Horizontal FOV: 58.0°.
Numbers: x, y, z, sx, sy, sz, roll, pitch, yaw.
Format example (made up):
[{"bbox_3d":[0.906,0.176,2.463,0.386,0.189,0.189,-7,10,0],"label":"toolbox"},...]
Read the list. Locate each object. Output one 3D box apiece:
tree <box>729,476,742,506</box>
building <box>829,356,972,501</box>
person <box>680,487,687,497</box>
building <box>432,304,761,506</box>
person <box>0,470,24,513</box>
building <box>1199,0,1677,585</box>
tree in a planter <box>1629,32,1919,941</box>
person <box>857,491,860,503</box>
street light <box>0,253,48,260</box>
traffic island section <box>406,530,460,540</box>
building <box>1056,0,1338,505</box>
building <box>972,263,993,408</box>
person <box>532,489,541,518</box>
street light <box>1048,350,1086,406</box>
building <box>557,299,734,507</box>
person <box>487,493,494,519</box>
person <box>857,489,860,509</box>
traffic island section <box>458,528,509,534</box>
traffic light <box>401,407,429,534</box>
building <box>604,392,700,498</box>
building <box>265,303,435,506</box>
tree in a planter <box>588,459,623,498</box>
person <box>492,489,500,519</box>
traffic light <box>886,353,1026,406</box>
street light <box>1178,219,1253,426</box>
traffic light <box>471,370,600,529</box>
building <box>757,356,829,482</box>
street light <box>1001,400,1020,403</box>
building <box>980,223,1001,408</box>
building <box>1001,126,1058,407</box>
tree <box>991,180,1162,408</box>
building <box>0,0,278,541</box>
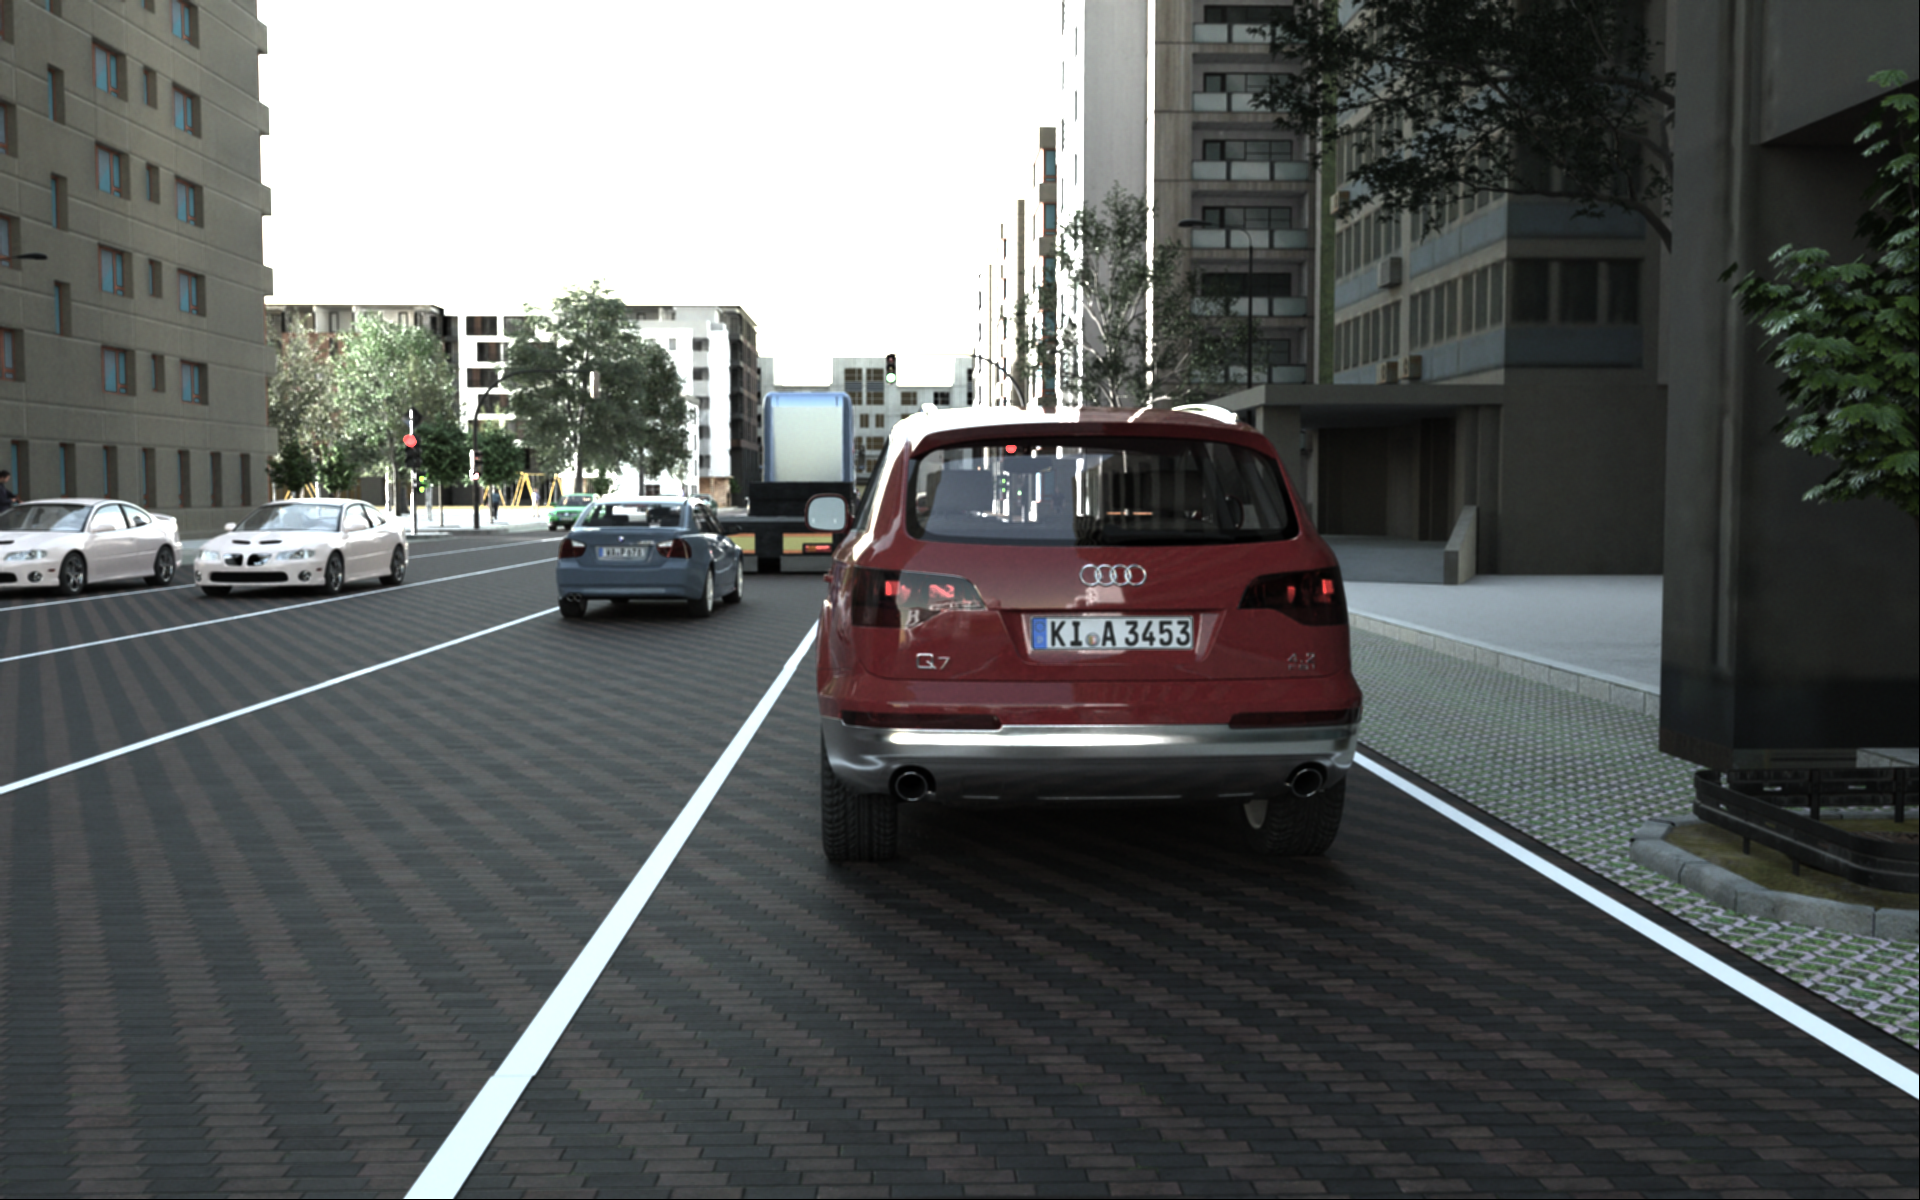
[{"bbox_3d":[-24.204,-11.737,186.494,1.663,3.219,1.824,0,3,0],"label":"tree"},{"bbox_3d":[-1.016,-22.315,231.309,31.486,18.905,16.747,0,4,-2],"label":"building"},{"bbox_3d":[-22.066,-8.097,138.293,0.599,1.838,0.709,-2,4,-27],"label":"person"},{"bbox_3d":[-40.399,-21.817,200.683,32.646,21.610,27.936,0,4,-2],"label":"building"},{"bbox_3d":[-19.399,-1.763,35.316,0.568,1.767,0.683,-2,4,-24],"label":"person"},{"bbox_3d":[20.714,-20.805,32.043,32.217,40.220,23.993,0,4,-2],"label":"building"},{"bbox_3d":[3.615,-0.555,6.299,1.991,3.239,1.994,0,4,-2],"label":"tree in a planter"},{"bbox_3d":[-12.671,-12.591,214.229,0.599,1.838,0.709,2,4,31],"label":"person"},{"bbox_3d":[-18.274,-3.728,33.494,1.470,5.913,1.316,0,4,-2],"label":"street light"},{"bbox_3d":[-17.521,-2.038,55.599,2.009,0.180,2.903,0,4,-2],"label":"traffic island section"},{"bbox_3d":[11.463,-23.667,70.552,14.086,41.232,14.154,0,4,-2],"label":"building"},{"bbox_3d":[15.037,-19.957,170.267,27.936,21.610,32.646,0,4,-2],"label":"building"},{"bbox_3d":[-23.159,-5.290,94.603,0.516,1.574,0.319,2,4,29],"label":"person"},{"bbox_3d":[3.512,-5.110,56.092,1.470,5.913,1.316,0,4,-2],"label":"street light"},{"bbox_3d":[-30.922,-19.333,172.517,16.016,20.091,11.380,0,4,-2],"label":"building"},{"bbox_3d":[-24.457,-4.914,90.293,0.435,1.345,0.340,0,4,-4],"label":"person"},{"bbox_3d":[-5.525,-5.076,92.412,0.530,1.710,0.541,-2,4,-27],"label":"person"},{"bbox_3d":[-17.759,-2.526,63.580,2.009,0.180,2.903,0,4,-2],"label":"traffic island section"},{"bbox_3d":[-17.481,-4.070,55.465,0.839,4.253,0.868,0,4,-2],"label":"traffic light"},{"bbox_3d":[-27.539,-12.911,153.240,9.099,9.664,28.070,0,4,-2],"label":"building"},{"bbox_3d":[-73.139,-21.755,199.667,32.646,21.610,27.936,0,4,-2],"label":"building"},{"bbox_3d":[-18.162,-5.560,88.134,1.991,3.239,1.994,0,4,-2],"label":"tree in a planter"},{"bbox_3d":[-23.534,-4.860,87.710,0.499,1.552,0.429,3,4,38],"label":"person"},{"bbox_3d":[0.003,-4.966,55.859,4.771,5.953,1.251,0,4,-2],"label":"traffic light"},{"bbox_3d":[4.382,-3.481,29.453,1.470,5.913,1.316,0,4,-2],"label":"street light"},{"bbox_3d":[-15.631,-5.436,63.544,4.771,5.953,1.251,0,4,-2],"label":"traffic light"},{"bbox_3d":[-32.480,-22.241,230.101,31.486,18.905,16.747,0,4,-2],"label":"building"},{"bbox_3d":[2.744,-6.911,85.535,1.470,5.913,1.316,0,4,-2],"label":"street light"},{"bbox_3d":[15.891,-17.143,125.324,27.650,21.520,28.899,0,4,-2],"label":"building"},{"bbox_3d":[17.057,-15.380,96.501,27.650,21.520,28.899,0,4,-2],"label":"building"},{"bbox_3d":[5.041,-7.117,50.775,8.767,10.594,7.601,0,4,5],"label":"tree"},{"bbox_3d":[-35.682,-11.941,40.278,28.899,21.520,27.650,0,4,-2],"label":"building"}]
